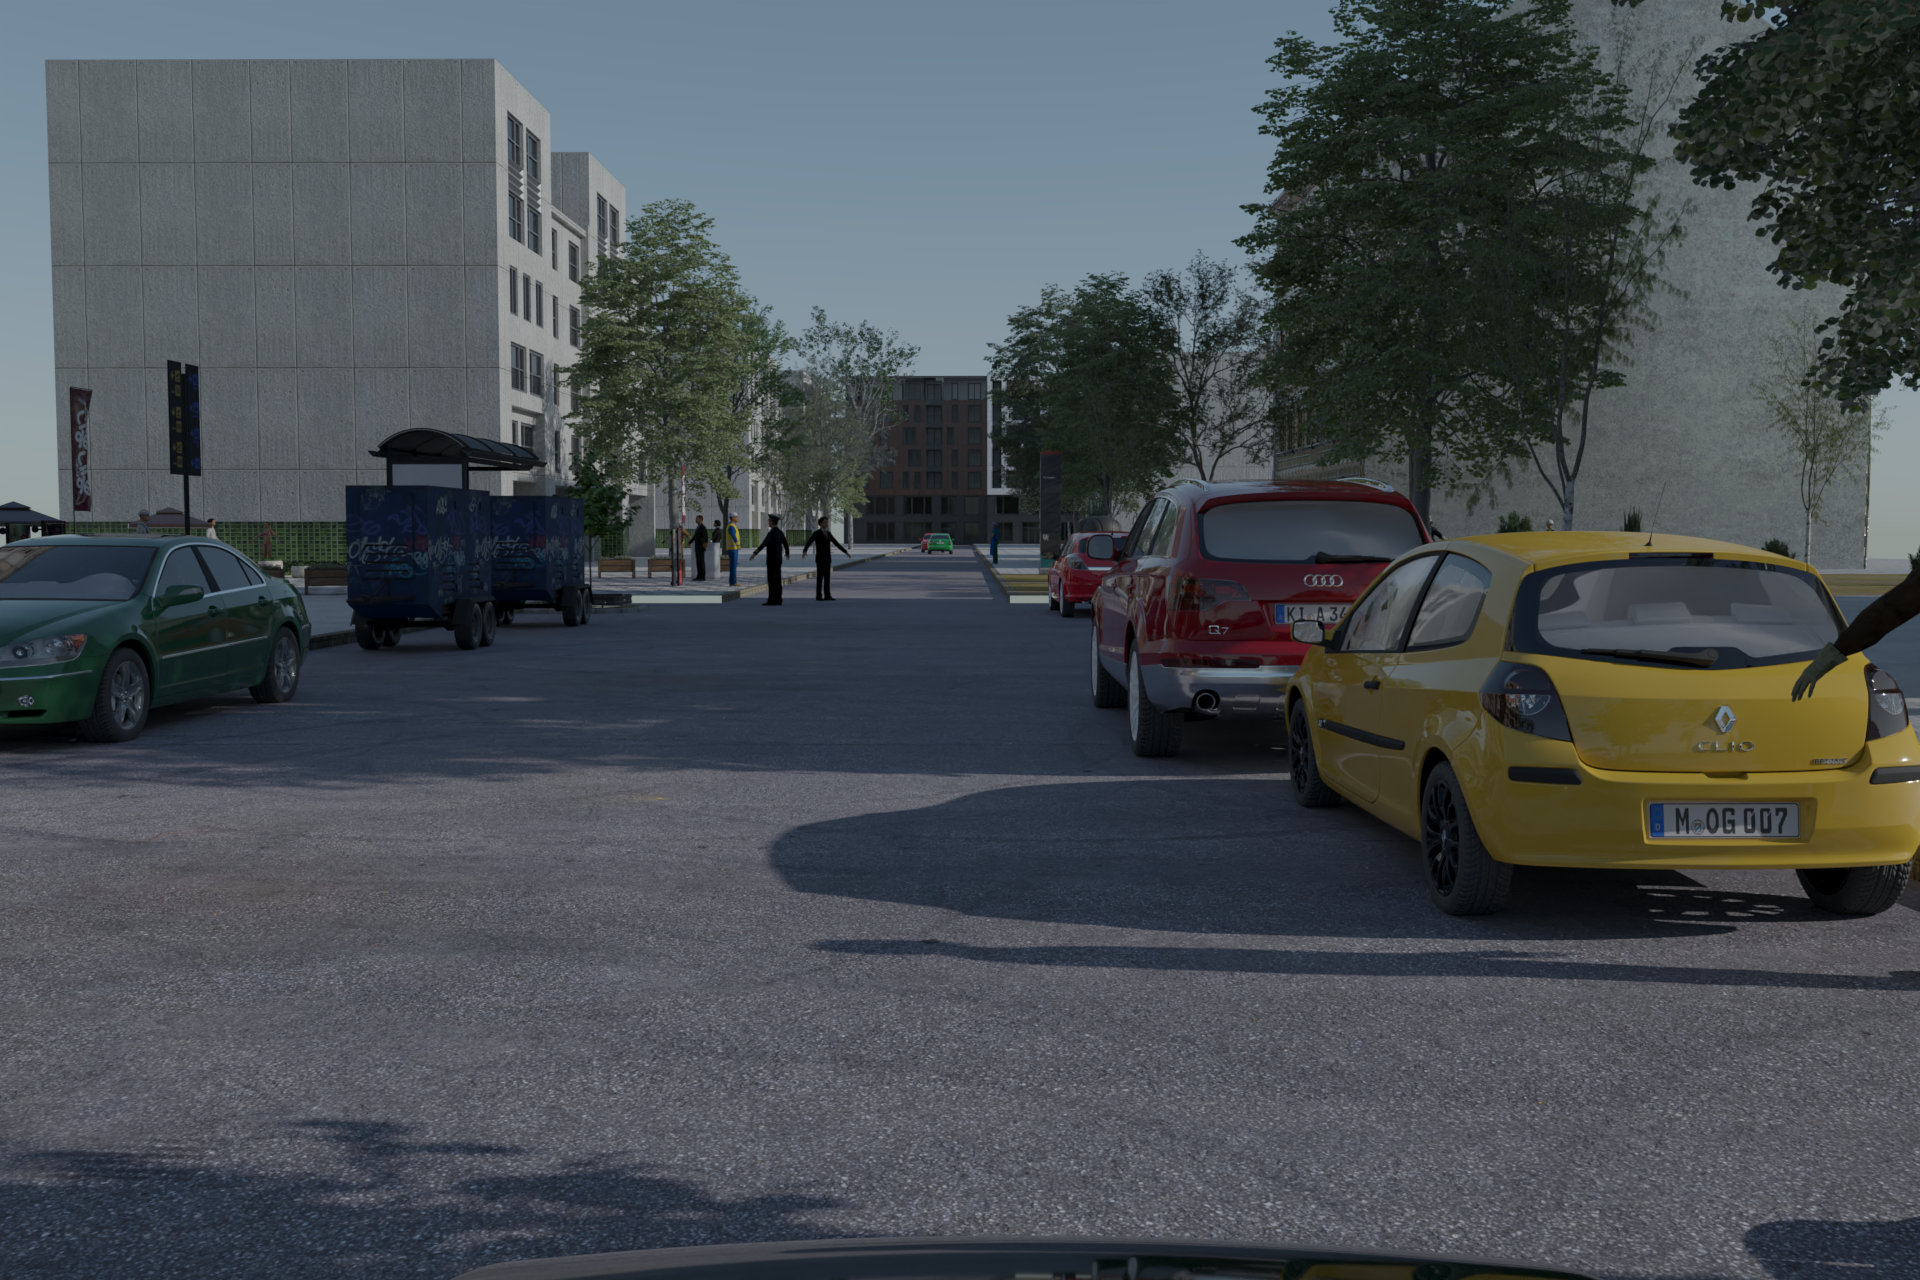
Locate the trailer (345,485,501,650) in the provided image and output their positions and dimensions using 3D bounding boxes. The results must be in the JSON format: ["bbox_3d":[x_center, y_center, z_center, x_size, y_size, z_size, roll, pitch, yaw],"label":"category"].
[{"bbox_3d":[-6.702,-0.855,21.024,1.471,1.999,3.904,0,4,0],"label":"trailer"}]

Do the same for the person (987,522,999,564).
[{"bbox_3d":[1.453,-4.140,73.817,0.704,1.817,1.347,1,4,17],"label":"person"}]

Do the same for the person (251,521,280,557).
[{"bbox_3d":[-24.633,-3.344,61.475,1.217,1.733,0.721,1,4,16],"label":"person"}]

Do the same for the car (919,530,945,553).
[{"bbox_3d":[-2.089,-7.668,134.415,2.155,1.783,4.494,0,4,0],"label":"car"}]

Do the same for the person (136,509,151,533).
[{"bbox_3d":[-18.455,-2.043,39.262,0.705,1.847,1.347,-1,4,-13],"label":"person"}]

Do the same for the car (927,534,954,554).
[{"bbox_3d":[-1.402,-6.983,122.966,1.959,1.807,4.718,0,4,-1],"label":"car"}]

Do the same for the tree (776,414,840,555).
[{"bbox_3d":[-8.905,-9.527,106.127,4.360,8.622,3.978,0,3,0],"label":"tree"}]

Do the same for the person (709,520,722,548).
[{"bbox_3d":[-7.880,-2.988,55.575,0.721,1.740,1.216,0,4,6],"label":"person"}]

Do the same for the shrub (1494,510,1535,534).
[{"bbox_3d":[17.567,-3.106,54.824,1.661,2.075,1.752,0,3,0],"label":"shrub"}]

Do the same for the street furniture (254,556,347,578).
[{"bbox_3d":[-18.245,-2.287,53.012,10.072,0.657,5.734,-2,4,-24],"label":"street furniture"}]

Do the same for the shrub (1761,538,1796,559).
[{"bbox_3d":[21.763,-2.147,46.224,1.383,1.207,1.383,0,3,0],"label":"shrub"}]

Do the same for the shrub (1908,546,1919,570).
[{"bbox_3d":[24.265,-1.968,43.294,1.383,1.207,1.383,0,3,0],"label":"shrub"}]

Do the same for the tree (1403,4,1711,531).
[{"bbox_3d":[8.448,-4.489,23.757,4.360,8.622,3.978,0,3,0],"label":"tree"}]

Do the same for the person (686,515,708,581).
[{"bbox_3d":[-7.126,-2.512,47.303,0.704,1.802,1.346,-2,4,-30],"label":"person"}]

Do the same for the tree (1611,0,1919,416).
[{"bbox_3d":[8.329,-6.441,11.968,9.857,13.997,8.962,0,3,0],"label":"tree"}]

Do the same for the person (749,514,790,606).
[{"bbox_3d":[-3.756,-1.612,34.750,0.705,1.837,1.347,2,4,28],"label":"person"}]

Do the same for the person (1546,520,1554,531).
[{"bbox_3d":[19.865,-3.191,58.644,0.721,1.772,1.216,-1,4,-11],"label":"person"}]

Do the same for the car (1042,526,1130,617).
[{"bbox_3d":[2.590,-1.360,31.272,2.155,1.783,4.494,0,4,-1],"label":"car"}]

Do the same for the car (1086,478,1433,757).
[{"bbox_3d":[2.112,-0.245,12.673,2.281,1.827,5.304,0,4,0],"label":"car"}]

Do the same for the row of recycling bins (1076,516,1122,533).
[{"bbox_3d":[3.188,-2.035,40.393,1.069,1.692,3.534,0,4,1],"label":"row of recycling bins"}]

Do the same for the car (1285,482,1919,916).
[{"bbox_3d":[2.633,0.140,7.941,2.015,1.641,3.980,0,4,-1],"label":"car"}]

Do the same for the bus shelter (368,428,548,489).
[{"bbox_3d":[-10.214,-2.560,35.785,2.014,3.302,5.546,0,4,1],"label":"bus shelter"}]

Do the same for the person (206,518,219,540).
[{"bbox_3d":[-24.970,-3.161,57.871,0.705,1.806,1.347,-1,4,-9],"label":"person"}]

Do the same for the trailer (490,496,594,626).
[{"bbox_3d":[-6.620,-1.185,26.426,1.471,1.999,3.904,0,4,0],"label":"trailer"}]

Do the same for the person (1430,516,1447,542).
[{"bbox_3d":[14.587,-2.949,53.993,1.354,1.856,0.705,1,4,18],"label":"person"}]

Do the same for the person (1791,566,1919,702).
[{"bbox_3d":[3.334,0.191,5.469,1.346,1.812,0.704,0,4,-2],"label":"person"}]

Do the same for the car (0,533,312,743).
[{"bbox_3d":[-6.643,-0.098,13.400,2.131,1.459,4.920,0,3,0],"label":"car"}]

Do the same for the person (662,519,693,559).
[{"bbox_3d":[-10.775,-3.701,66.283,1.354,1.858,0.705,2,4,23],"label":"person"}]

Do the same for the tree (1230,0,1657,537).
[{"bbox_3d":[8.669,-6.950,31.758,7.486,12.596,7.792,0,3,0],"label":"tree"}]

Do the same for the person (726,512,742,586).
[{"bbox_3d":[-5.551,-2.244,42.658,0.705,1.833,1.349,-1,4,-11],"label":"person"}]

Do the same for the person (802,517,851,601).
[{"bbox_3d":[-2.913,-1.748,37.216,0.705,1.806,1.347,3,5,45],"label":"person"}]
